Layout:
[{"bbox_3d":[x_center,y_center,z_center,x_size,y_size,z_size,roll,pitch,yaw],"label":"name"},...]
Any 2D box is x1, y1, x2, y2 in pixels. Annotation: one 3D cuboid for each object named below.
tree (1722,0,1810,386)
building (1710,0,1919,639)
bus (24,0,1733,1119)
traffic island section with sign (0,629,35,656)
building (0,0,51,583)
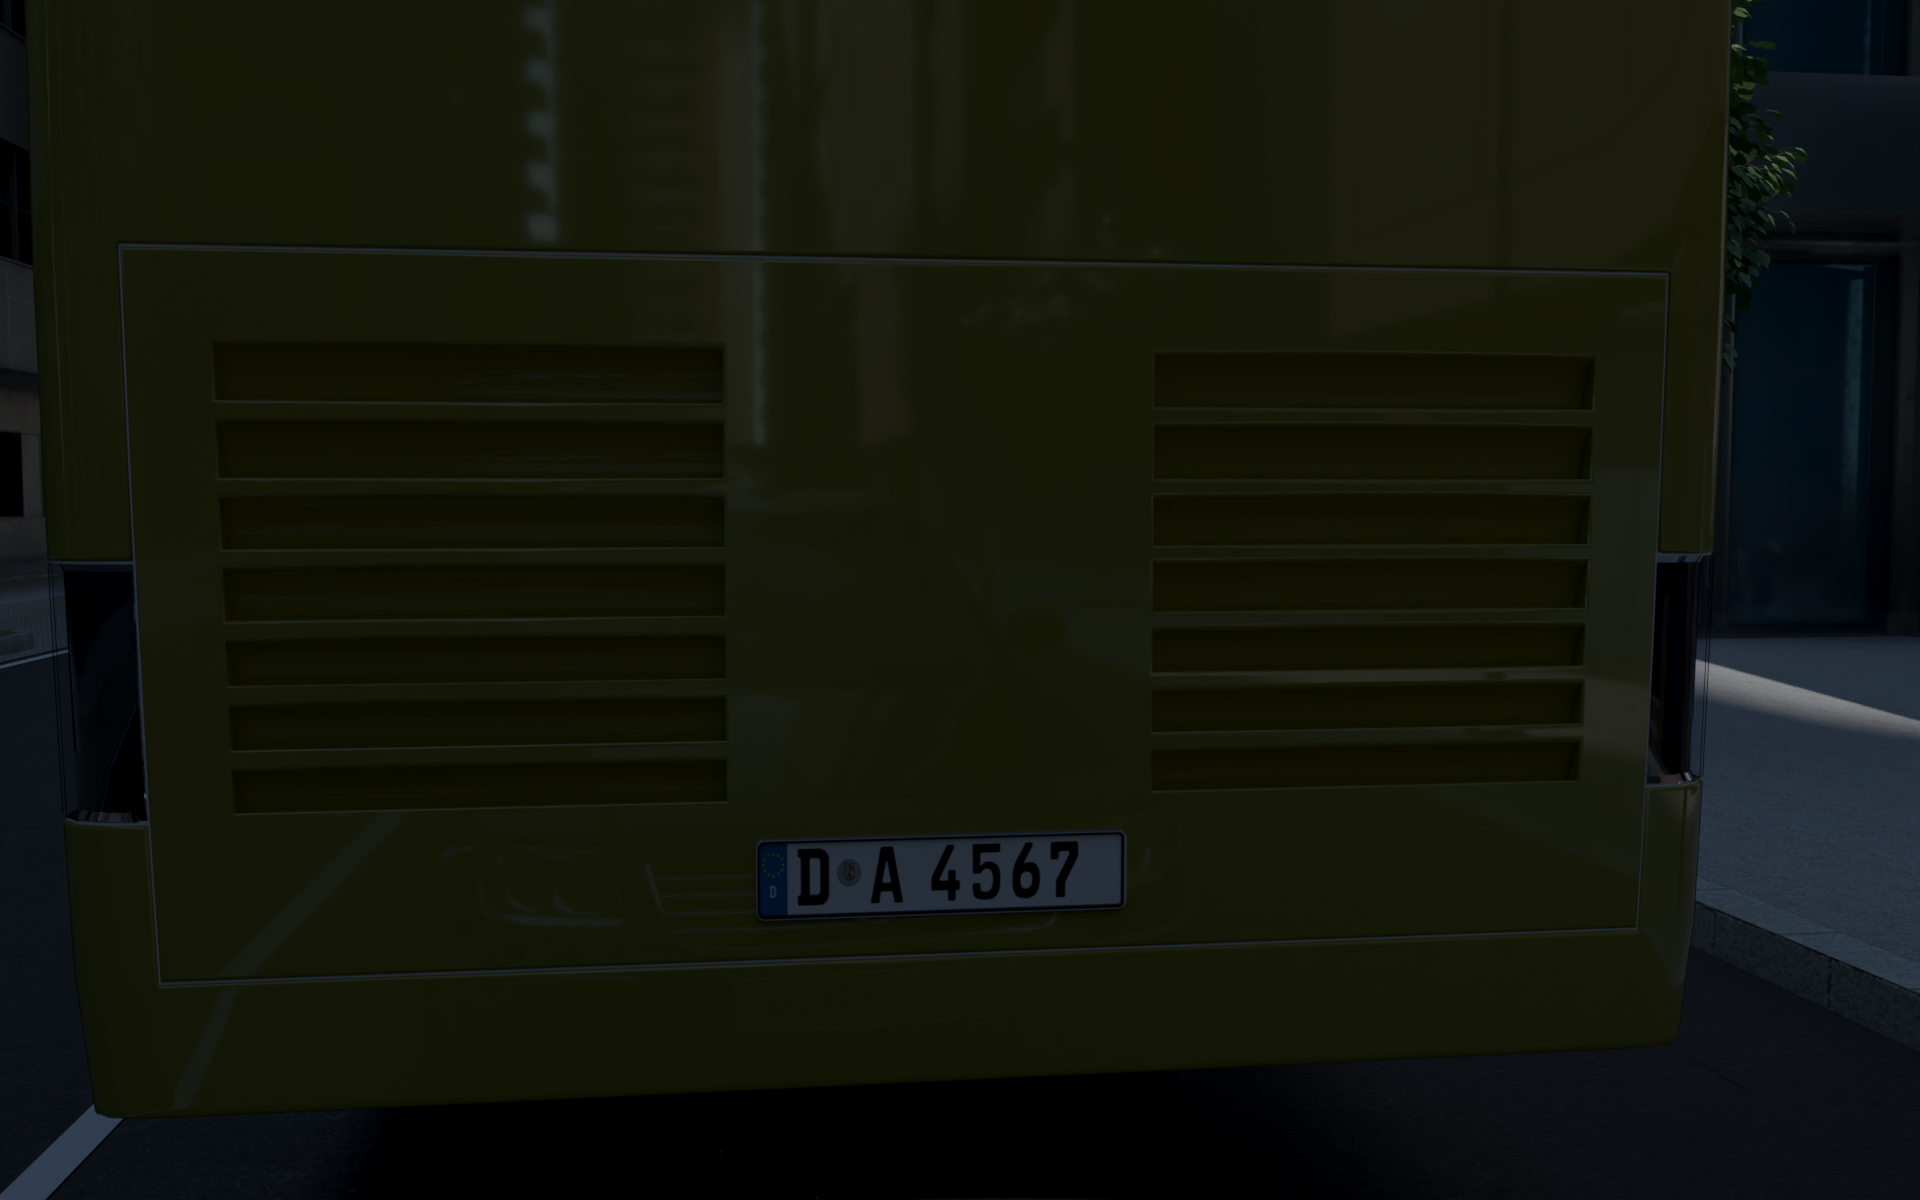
[{"bbox_3d":[3.100,-1.598,9.845,4.285,4.588,4.351,0,3,0],"label":"tree"},{"bbox_3d":[11.429,-24.949,27.530,23.786,49.044,30.456,0,4,-8],"label":"building"},{"bbox_3d":[-0.880,-1.038,8.524,2.896,3.916,12.252,0,4,-8],"label":"bus"},{"bbox_3d":[-9.457,-0.410,15.334,1.989,1.847,2.006,0,4,-8],"label":"traffic island section with sign"},{"bbox_3d":[-17.720,-11.882,13.342,14.314,24.678,30.058,0,4,-8],"label":"building"}]
